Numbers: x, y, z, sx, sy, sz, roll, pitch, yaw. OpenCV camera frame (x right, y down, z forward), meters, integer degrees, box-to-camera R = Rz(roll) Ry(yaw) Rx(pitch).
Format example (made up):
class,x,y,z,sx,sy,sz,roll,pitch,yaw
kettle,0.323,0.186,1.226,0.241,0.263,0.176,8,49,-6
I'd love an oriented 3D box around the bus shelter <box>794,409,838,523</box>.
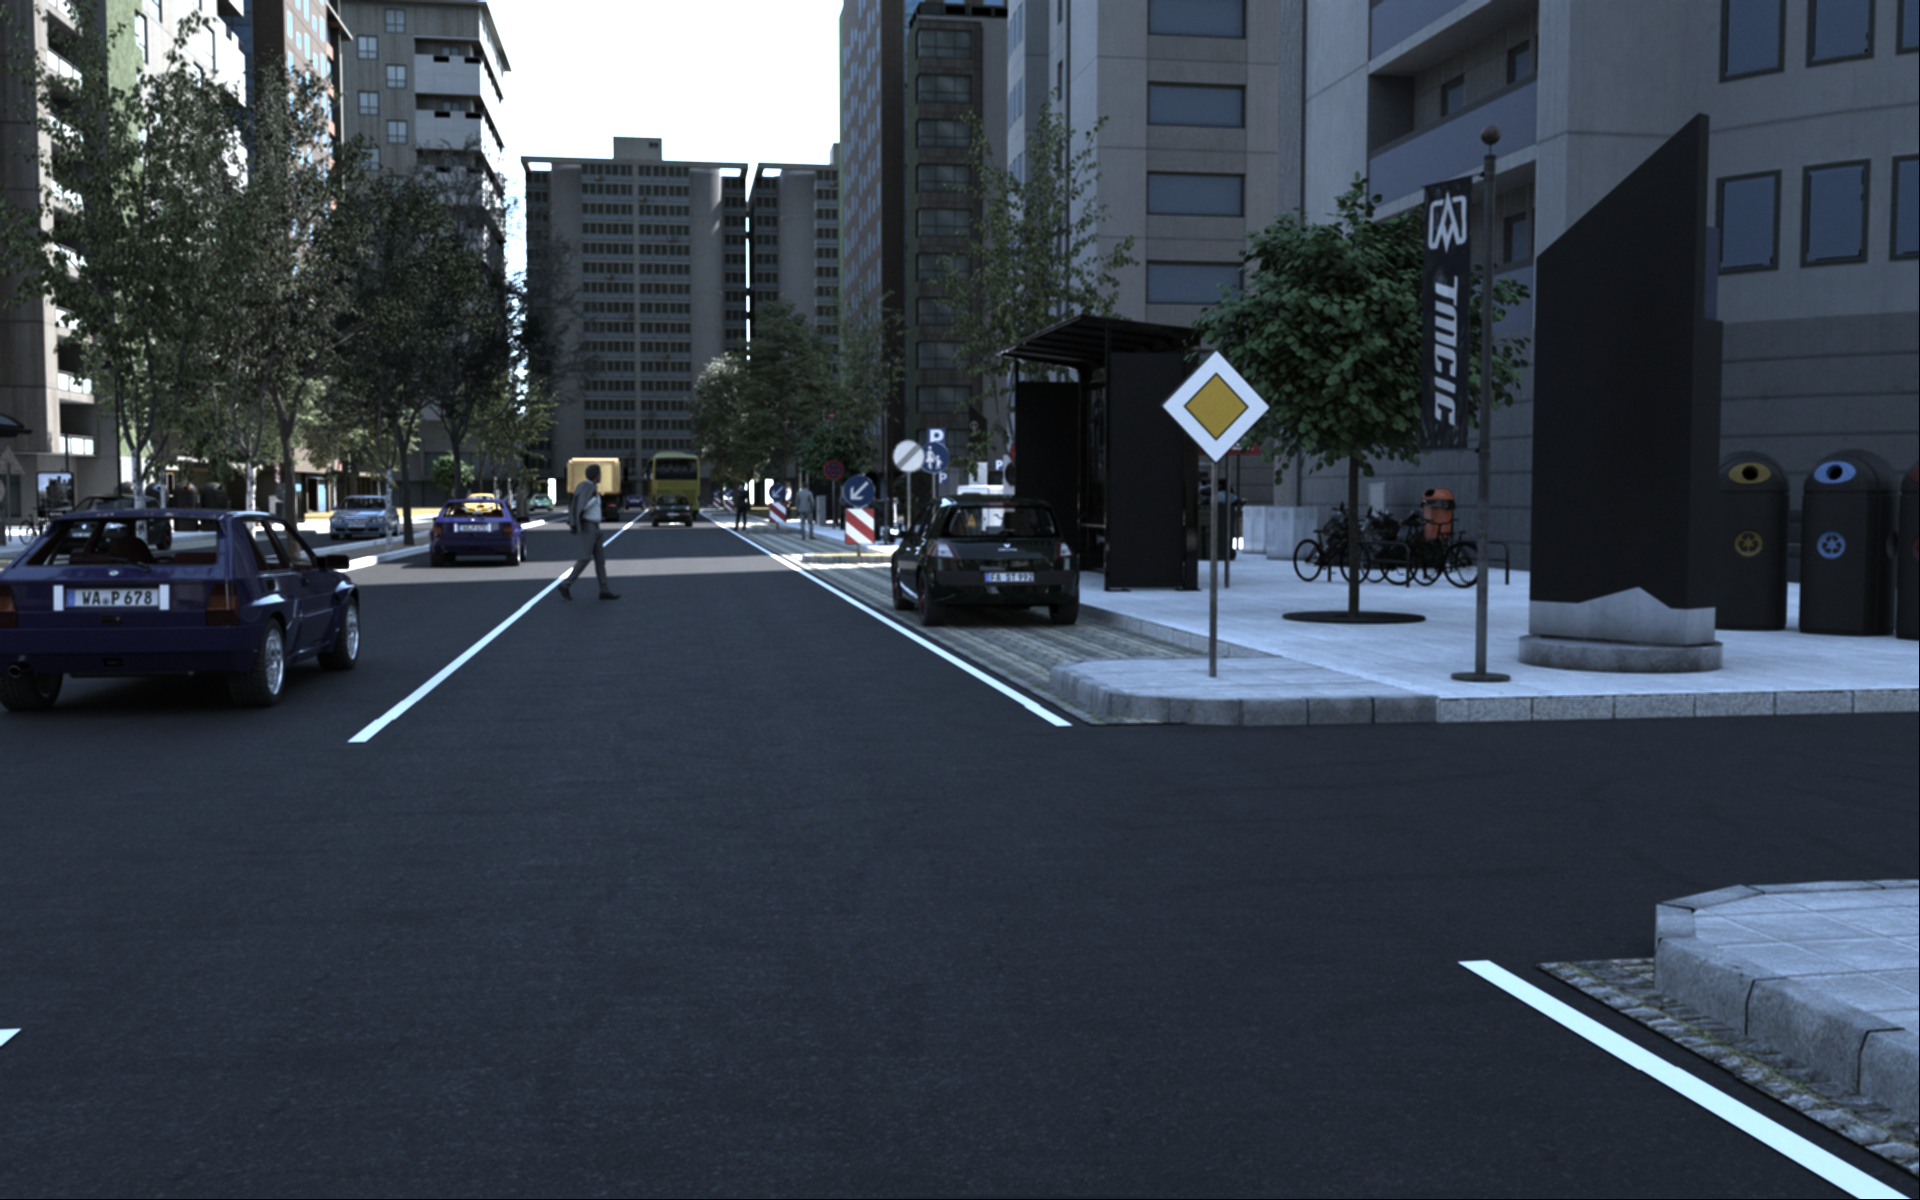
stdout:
class,x,y,z,sx,sy,sz,roll,pitch,yaw
bus shelter,-6.422,-6.236,79.584,2.179,5.291,8.768,-1,4,-10

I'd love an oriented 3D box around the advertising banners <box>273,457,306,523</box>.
class,x,y,z,sx,sy,sz,roll,pitch,yaw
advertising banners,-29.645,-4.915,76.545,2.074,3.025,0.090,2,4,31

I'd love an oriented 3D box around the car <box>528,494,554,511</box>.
class,x,y,z,sx,sy,sz,roll,pitch,yaw
car,-35.117,-8.156,145.155,2.131,1.459,4.920,-1,4,-10

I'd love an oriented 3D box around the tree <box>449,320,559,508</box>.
class,x,y,z,sx,sy,sz,roll,pitch,yaw
tree,-18.856,-7.323,72.544,4.737,8.622,4.395,0,3,0

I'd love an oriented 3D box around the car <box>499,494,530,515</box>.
class,x,y,z,sx,sy,sz,roll,pitch,yaw
car,-31.357,-6.741,122.010,2.131,1.459,4.920,-1,4,-11

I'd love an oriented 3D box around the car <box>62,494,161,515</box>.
class,x,y,z,sx,sy,sz,roll,pitch,yaw
car,-20.747,-1.999,42.464,2.009,1.686,4.222,0,4,-8

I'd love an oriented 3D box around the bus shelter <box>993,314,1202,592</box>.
class,x,y,z,sx,sy,sz,roll,pitch,yaw
bus shelter,1.906,-2.114,25.849,1.731,3.624,6.357,-1,4,-10

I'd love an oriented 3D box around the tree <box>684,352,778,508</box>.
class,x,y,z,sx,sy,sz,roll,pitch,yaw
tree,-20.043,-15.163,154.567,9.857,13.997,8.962,0,3,0

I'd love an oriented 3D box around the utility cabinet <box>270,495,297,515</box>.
class,x,y,z,sx,sy,sz,roll,pitch,yaw
utility cabinet,-30.359,-4.086,77.974,1.020,1.237,0.306,0,4,3

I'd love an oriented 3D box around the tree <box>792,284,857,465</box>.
class,x,y,z,sx,sy,sz,roll,pitch,yaw
tree,-3.524,-6.682,59.614,4.737,8.622,4.395,0,3,0

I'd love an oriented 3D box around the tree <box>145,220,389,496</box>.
class,x,y,z,sx,sy,sz,roll,pitch,yaw
tree,-28.834,-9.265,69.612,7.486,12.596,7.792,0,3,0

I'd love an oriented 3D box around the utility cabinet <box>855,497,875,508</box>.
class,x,y,z,sx,sy,sz,roll,pitch,yaw
utility cabinet,-4.689,-4.663,84.911,0.318,1.500,1.173,-3,5,-44

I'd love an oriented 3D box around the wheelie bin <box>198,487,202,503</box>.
class,x,y,z,sx,sy,sz,roll,pitch,yaw
wheelie bin,-33.529,-4.241,77.246,0.980,1.594,0.693,-2,4,-29

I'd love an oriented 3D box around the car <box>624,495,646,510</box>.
class,x,y,z,sx,sy,sz,roll,pitch,yaw
car,-29.805,-8.941,158.766,1.945,1.354,3.894,-1,4,-9

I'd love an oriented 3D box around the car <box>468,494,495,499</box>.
class,x,y,z,sx,sy,sz,roll,pitch,yaw
car,-25.372,-4.991,91.822,2.015,1.641,3.980,-1,4,-10

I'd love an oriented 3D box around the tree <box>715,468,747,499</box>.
class,x,y,z,sx,sy,sz,roll,pitch,yaw
tree,-21.483,-10.988,163.363,4.285,4.588,4.351,0,3,0

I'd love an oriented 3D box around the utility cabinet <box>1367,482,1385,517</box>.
class,x,y,z,sx,sy,sz,roll,pitch,yaw
utility cabinet,7.994,-1.507,33.311,0.318,1.500,1.173,1,4,13

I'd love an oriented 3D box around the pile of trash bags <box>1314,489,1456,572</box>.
class,x,y,z,sx,sy,sz,roll,pitch,yaw
pile of trash bags,7.569,-1.233,29.909,1.912,1.369,3.447,-1,4,-13

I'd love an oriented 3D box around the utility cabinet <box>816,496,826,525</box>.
class,x,y,z,sx,sy,sz,roll,pitch,yaw
utility cabinet,-5.871,-3.791,73.146,0.306,1.237,1.020,-1,4,-13

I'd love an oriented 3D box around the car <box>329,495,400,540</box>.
class,x,y,z,sx,sy,sz,roll,pitch,yaw
car,-19.225,-2.693,56.040,2.014,1.417,4.499,-1,4,-11

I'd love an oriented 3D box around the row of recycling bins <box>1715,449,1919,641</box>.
class,x,y,z,sx,sy,sz,roll,pitch,yaw
row of recycling bins,8.418,-0.520,15.614,1.069,1.692,3.534,-3,5,-41

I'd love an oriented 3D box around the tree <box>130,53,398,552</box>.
class,x,y,z,sx,sy,sz,roll,pitch,yaw
tree,-11.906,-4.657,28.964,4.360,8.622,3.978,0,3,0

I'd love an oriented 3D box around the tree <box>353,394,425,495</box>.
class,x,y,z,sx,sy,sz,roll,pitch,yaw
tree,-33.672,-9.204,100.851,4.737,8.622,4.395,0,3,0

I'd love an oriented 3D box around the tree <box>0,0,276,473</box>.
class,x,y,z,sx,sy,sz,roll,pitch,yaw
tree,-11.325,-4.334,23.687,4.737,8.622,4.395,0,3,0

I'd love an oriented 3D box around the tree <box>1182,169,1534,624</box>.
class,x,y,z,sx,sy,sz,roll,pitch,yaw
tree,4.025,-2.082,17.760,4.285,4.588,4.351,0,3,0

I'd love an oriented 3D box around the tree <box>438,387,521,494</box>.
class,x,y,z,sx,sy,sz,roll,pitch,yaw
tree,-42.415,-13.912,153.223,9.928,11.665,9.643,0,3,0

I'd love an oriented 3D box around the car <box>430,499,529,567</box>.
class,x,y,z,sx,sy,sz,roll,pitch,yaw
car,-9.903,-1.416,35.725,1.945,1.354,3.894,-1,4,-11

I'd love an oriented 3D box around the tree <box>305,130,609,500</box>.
class,x,y,z,sx,sy,sz,roll,pitch,yaw
tree,-16.947,-8.889,58.155,12.009,13.543,11.850,0,3,0

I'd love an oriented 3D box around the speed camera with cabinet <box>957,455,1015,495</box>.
class,x,y,z,sx,sy,sz,roll,pitch,yaw
speed camera with cabinet,0.863,-2.737,39.082,2.038,3.252,0.660,3,5,41

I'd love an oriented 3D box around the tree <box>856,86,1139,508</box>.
class,x,y,z,sx,sy,sz,roll,pitch,yaw
tree,1.203,-5.009,32.257,4.737,8.622,4.395,0,3,0

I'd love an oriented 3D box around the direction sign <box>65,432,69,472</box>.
class,x,y,z,sx,sy,sz,roll,pitch,yaw
direction sign,-32.567,-4.356,63.210,0.379,3.537,0.876,-2,4,-31

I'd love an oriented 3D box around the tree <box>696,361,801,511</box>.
class,x,y,z,sx,sy,sz,roll,pitch,yaw
tree,-15.922,-12.576,131.365,9.928,11.665,9.643,0,3,0

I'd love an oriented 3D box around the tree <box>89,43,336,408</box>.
class,x,y,z,sx,sy,sz,roll,pitch,yaw
tree,-13.405,-5.990,34.807,8.767,10.594,7.601,-1,4,-10

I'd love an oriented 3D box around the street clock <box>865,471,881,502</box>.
class,x,y,z,sx,sy,sz,roll,pitch,yaw
street clock,-2.791,-3.113,55.475,0.471,2.002,0.358,2,4,24

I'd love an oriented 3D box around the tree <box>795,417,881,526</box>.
class,x,y,z,sx,sy,sz,roll,pitch,yaw
tree,-4.861,-5.235,69.311,4.285,4.588,4.351,0,3,0

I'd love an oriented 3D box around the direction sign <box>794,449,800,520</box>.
class,x,y,z,sx,sy,sz,roll,pitch,yaw
direction sign,-8.159,-5.797,86.781,0.379,3.537,0.876,-1,4,-15

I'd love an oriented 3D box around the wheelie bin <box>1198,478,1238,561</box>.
class,x,y,z,sx,sy,sz,roll,pitch,yaw
wheelie bin,4.954,-1.569,33.563,0.980,1.594,0.693,3,5,43

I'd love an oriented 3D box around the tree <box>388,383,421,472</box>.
class,x,y,z,sx,sy,sz,roll,pitch,yaw
tree,-33.081,-10.697,93.020,7.486,12.596,7.792,0,3,0

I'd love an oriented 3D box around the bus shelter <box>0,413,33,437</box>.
class,x,y,z,sx,sy,sz,roll,pitch,yaw
bus shelter,-23.449,-2.820,40.024,2.014,3.302,5.546,-1,4,-10

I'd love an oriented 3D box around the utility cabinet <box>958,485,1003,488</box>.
class,x,y,z,sx,sy,sz,roll,pitch,yaw
utility cabinet,0.535,-2.172,44.195,1.173,1.500,0.318,0,4,1

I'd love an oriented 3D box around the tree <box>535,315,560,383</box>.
class,x,y,z,sx,sy,sz,roll,pitch,yaw
tree,-15.343,-6.806,48.147,8.767,10.594,7.601,-1,4,-10

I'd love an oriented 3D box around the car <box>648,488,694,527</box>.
class,x,y,z,sx,sy,sz,roll,pitch,yaw
car,-12.741,-4.082,76.532,2.009,1.686,4.222,-1,4,-11

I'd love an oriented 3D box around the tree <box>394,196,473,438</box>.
class,x,y,z,sx,sy,sz,roll,pitch,yaw
tree,-13.996,-5.472,42.279,4.360,8.622,3.978,0,3,0

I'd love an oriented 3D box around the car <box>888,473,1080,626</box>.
class,x,y,z,sx,sy,sz,roll,pitch,yaw
car,0.214,-0.635,20.174,2.009,1.686,4.222,-1,4,-8

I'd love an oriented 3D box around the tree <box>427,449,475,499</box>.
class,x,y,z,sx,sy,sz,roll,pitch,yaw
tree,-37.033,-8.685,125.711,4.285,4.588,4.351,0,3,0

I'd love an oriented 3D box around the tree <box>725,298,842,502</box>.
class,x,y,z,sx,sy,sz,roll,pitch,yaw
tree,-10.154,-11.187,101.041,7.486,12.596,7.792,0,3,0

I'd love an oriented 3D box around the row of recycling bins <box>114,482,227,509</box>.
class,x,y,z,sx,sy,sz,roll,pitch,yaw
row of recycling bins,-26.869,-3.171,58.967,3.534,1.692,1.069,-3,4,-37

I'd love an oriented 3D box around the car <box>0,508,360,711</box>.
class,x,y,z,sx,sy,sz,roll,pitch,yaw
car,-5.653,-0.019,12.883,1.945,1.354,3.894,0,4,-8
